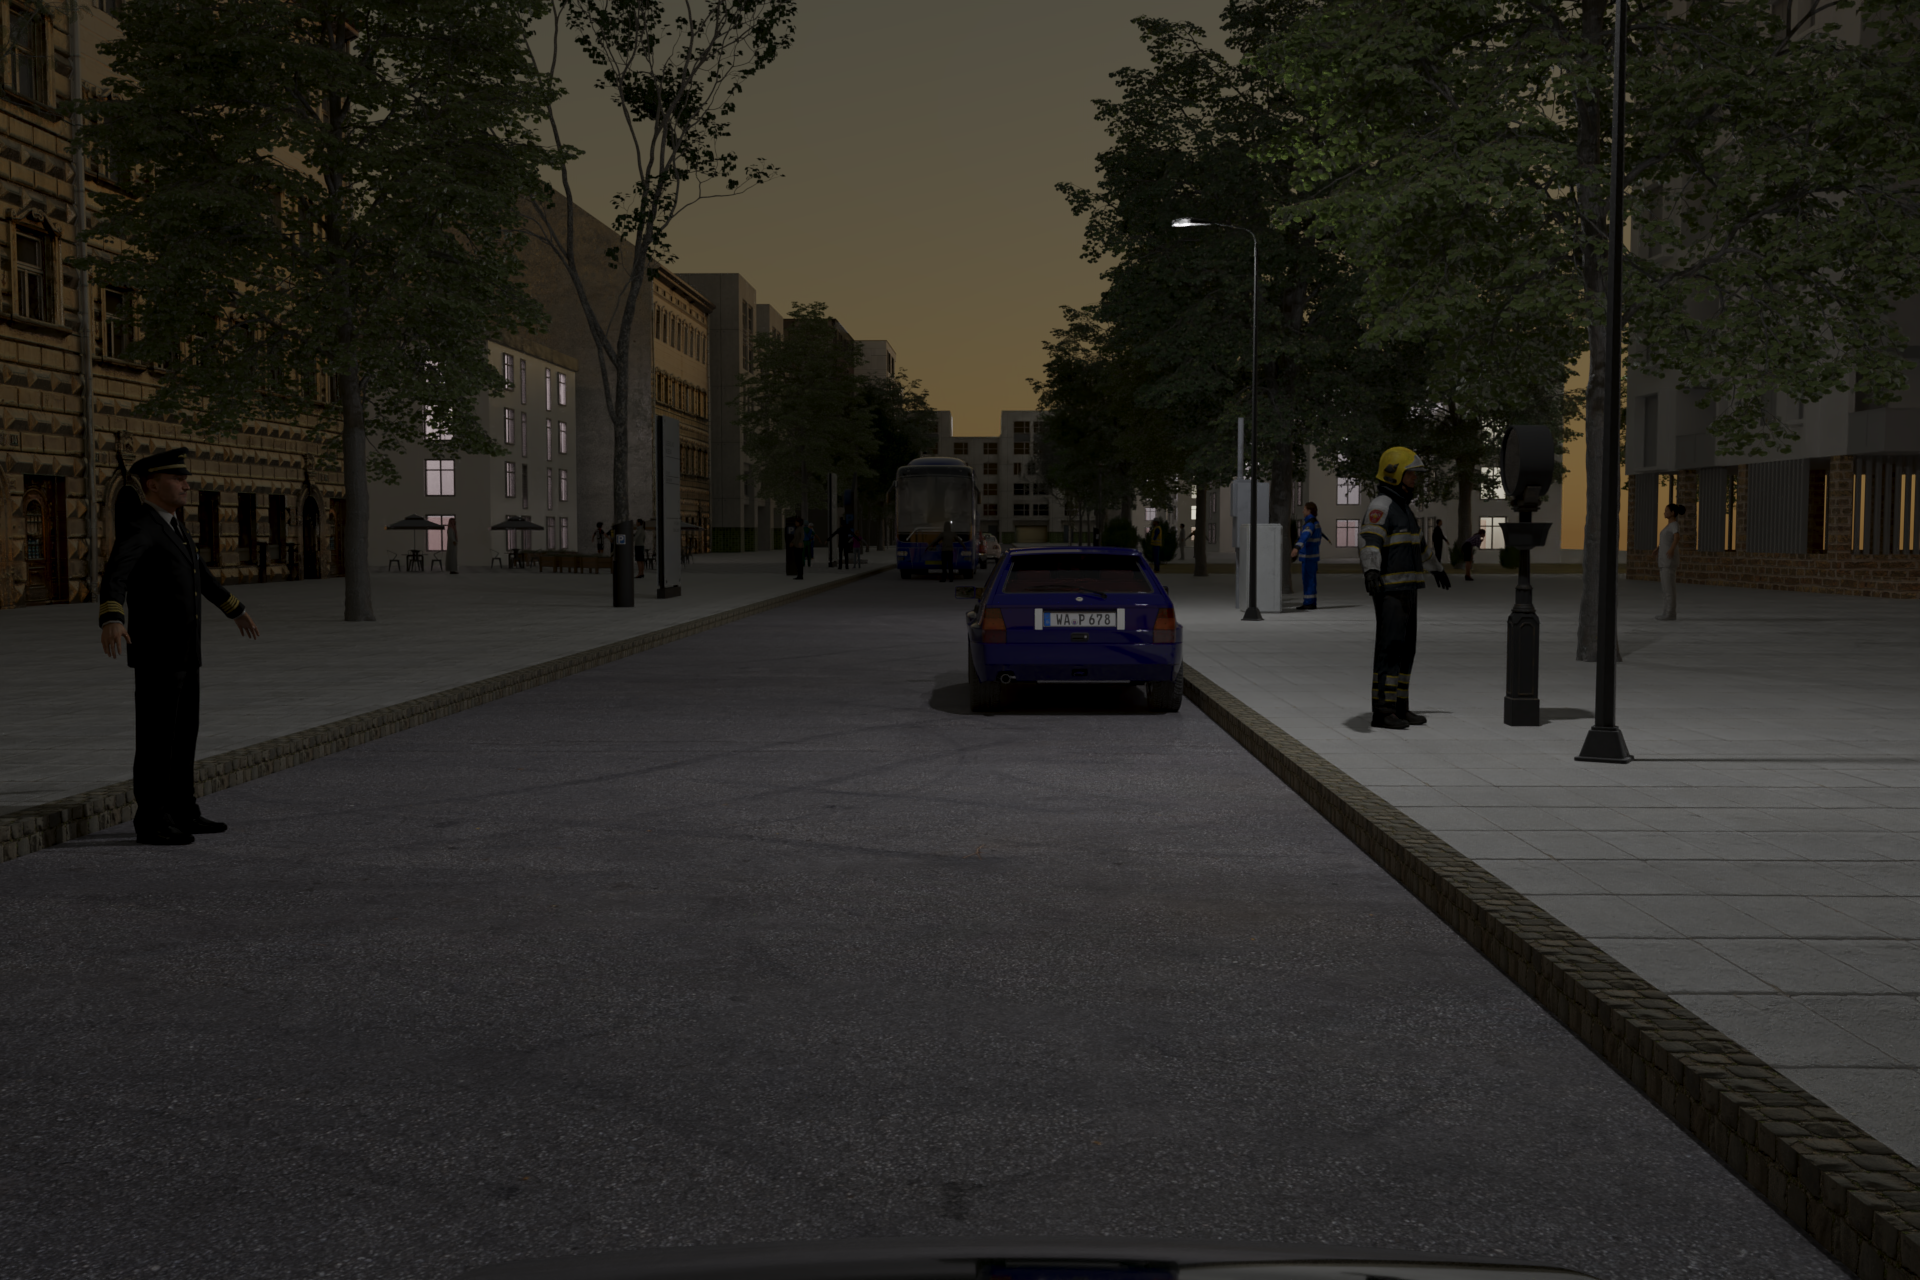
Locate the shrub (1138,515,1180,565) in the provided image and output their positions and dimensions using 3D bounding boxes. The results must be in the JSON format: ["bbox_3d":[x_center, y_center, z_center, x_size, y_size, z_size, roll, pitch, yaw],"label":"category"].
[{"bbox_3d":[8.365,-4.203,72.757,1.661,2.075,1.752,0,3,0],"label":"shrub"}]

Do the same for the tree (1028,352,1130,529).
[{"bbox_3d":[9.106,-12.452,113.957,12.009,13.543,11.850,0,3,0],"label":"tree"}]

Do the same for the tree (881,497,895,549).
[{"bbox_3d":[-6.325,-11.976,146.171,4.360,8.622,3.978,0,3,0],"label":"tree"}]

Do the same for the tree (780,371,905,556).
[{"bbox_3d":[-6.763,-10.120,99.876,8.767,10.594,7.601,1,4,17],"label":"tree"}]

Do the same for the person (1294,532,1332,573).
[{"bbox_3d":[11.545,-3.070,56.654,1.216,1.772,0.721,1,4,9],"label":"person"}]

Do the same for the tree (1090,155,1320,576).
[{"bbox_3d":[7.511,-8.184,51.943,7.486,12.596,7.792,0,3,0],"label":"tree"}]

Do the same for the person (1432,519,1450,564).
[{"bbox_3d":[16.511,-3.269,59.666,0.704,1.802,1.346,0,4,-6],"label":"person"}]

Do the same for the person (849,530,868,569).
[{"bbox_3d":[-3.868,-3.382,64.562,0.991,1.433,0.599,-2,4,-25],"label":"person"}]

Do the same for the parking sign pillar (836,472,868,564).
[{"bbox_3d":[-4.714,-5.291,74.975,1.447,3.967,1.447,0,4,2],"label":"parking sign pillar"}]

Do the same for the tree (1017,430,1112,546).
[{"bbox_3d":[10.429,-15.377,161.789,12.009,13.543,11.850,0,3,0],"label":"tree"}]

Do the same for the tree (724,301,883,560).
[{"bbox_3d":[-7.558,-10.167,84.363,7.486,12.596,7.792,0,3,0],"label":"tree"}]

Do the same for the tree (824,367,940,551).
[{"bbox_3d":[-6.180,-13.811,132.458,9.857,13.997,8.962,0,3,0],"label":"tree"}]

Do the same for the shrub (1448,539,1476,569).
[{"bbox_3d":[18.372,-3.196,63.373,1.383,1.207,1.383,0,3,0],"label":"shrub"}]

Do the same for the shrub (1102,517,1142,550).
[{"bbox_3d":[7.036,-4.352,75.193,1.661,2.075,1.752,0,3,0],"label":"shrub"}]

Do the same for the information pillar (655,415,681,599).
[{"bbox_3d":[-5.893,-2.672,34.999,0.184,3.620,1.656,0,4,2],"label":"information pillar"}]

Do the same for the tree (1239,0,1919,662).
[{"bbox_3d":[6.158,-6.077,17.481,7.486,12.596,7.792,0,3,0],"label":"tree"}]

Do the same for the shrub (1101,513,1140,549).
[{"bbox_3d":[6.040,-3.827,66.618,1.661,2.075,1.752,0,3,0],"label":"shrub"}]

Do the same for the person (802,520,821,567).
[{"bbox_3d":[-5.992,-3.737,67.224,1.347,1.817,0.704,-2,4,-24],"label":"person"}]

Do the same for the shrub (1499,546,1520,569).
[{"bbox_3d":[20.124,-3.187,63.218,1.383,1.207,1.383,0,3,0],"label":"shrub"}]

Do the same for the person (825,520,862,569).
[{"bbox_3d":[-4.239,-3.473,62.967,1.347,1.806,0.705,-1,4,-10],"label":"person"}]

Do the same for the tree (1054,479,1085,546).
[{"bbox_3d":[9.492,-12.442,153.796,4.360,8.622,3.978,0,3,0],"label":"tree"}]

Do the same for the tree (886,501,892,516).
[{"bbox_3d":[-5.665,-12.681,157.693,4.737,8.622,4.395,0,3,0],"label":"tree"}]

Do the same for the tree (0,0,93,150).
[{"bbox_3d":[-8.877,-3.766,11.939,4.360,8.622,3.978,0,3,0],"label":"tree"}]

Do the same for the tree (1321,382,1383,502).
[{"bbox_3d":[17.580,-7.540,73.639,4.737,8.622,4.395,0,3,0],"label":"tree"}]

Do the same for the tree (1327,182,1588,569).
[{"bbox_3d":[18.307,-9.558,62.936,9.857,13.997,8.962,0,3,0],"label":"tree"}]

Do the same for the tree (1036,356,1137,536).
[{"bbox_3d":[8.294,-10.717,100.979,9.928,11.665,9.643,0,3,0],"label":"tree"}]

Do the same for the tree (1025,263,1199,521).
[{"bbox_3d":[7.962,-10.817,83.512,9.857,13.997,8.962,0,3,0],"label":"tree"}]

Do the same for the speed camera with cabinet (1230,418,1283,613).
[{"bbox_3d":[4.944,-2.111,28.857,0.660,3.252,2.038,0,4,2],"label":"speed camera with cabinet"}]

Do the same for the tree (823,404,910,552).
[{"bbox_3d":[-6.151,-11.414,121.032,7.601,10.594,8.767,-1,4,-8],"label":"tree"}]

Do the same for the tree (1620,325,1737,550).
[{"bbox_3d":[29.851,-9.337,70.780,7.486,12.596,7.792,0,3,0],"label":"tree"}]

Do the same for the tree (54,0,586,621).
[{"bbox_3d":[-9.045,-6.527,24.851,7.486,12.596,7.792,0,3,0],"label":"tree"}]

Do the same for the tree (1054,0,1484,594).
[{"bbox_3d":[6.872,-7.975,37.039,9.857,13.997,8.962,0,3,0],"label":"tree"}]

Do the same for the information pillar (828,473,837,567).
[{"bbox_3d":[-4.948,-4.646,67.278,0.184,3.620,1.656,0,4,2],"label":"information pillar"}]

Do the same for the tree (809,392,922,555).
[{"bbox_3d":[-6.070,-10.654,108.608,8.767,10.594,7.601,1,4,17],"label":"tree"}]

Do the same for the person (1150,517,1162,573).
[{"bbox_3d":[6.473,-3.145,57.395,0.705,1.833,1.349,1,4,11],"label":"person"}]

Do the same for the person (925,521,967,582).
[{"bbox_3d":[-0.392,-2.631,51.595,1.348,1.813,0.705,-2,4,-23],"label":"person"}]

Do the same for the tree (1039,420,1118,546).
[{"bbox_3d":[9.561,-11.722,126.069,8.767,10.594,7.601,2,4,24],"label":"tree"}]

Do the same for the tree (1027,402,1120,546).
[{"bbox_3d":[9.721,-13.925,138.041,12.009,13.543,11.850,0,3,0],"label":"tree"}]

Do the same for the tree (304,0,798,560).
[{"bbox_3d":[-9.486,-11.484,43.651,12.611,20.169,13.585,0,3,0],"label":"tree"}]

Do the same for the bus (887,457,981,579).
[{"bbox_3d":[-0.659,-4.120,58.912,2.896,3.916,12.251,0,4,1],"label":"bus"}]
